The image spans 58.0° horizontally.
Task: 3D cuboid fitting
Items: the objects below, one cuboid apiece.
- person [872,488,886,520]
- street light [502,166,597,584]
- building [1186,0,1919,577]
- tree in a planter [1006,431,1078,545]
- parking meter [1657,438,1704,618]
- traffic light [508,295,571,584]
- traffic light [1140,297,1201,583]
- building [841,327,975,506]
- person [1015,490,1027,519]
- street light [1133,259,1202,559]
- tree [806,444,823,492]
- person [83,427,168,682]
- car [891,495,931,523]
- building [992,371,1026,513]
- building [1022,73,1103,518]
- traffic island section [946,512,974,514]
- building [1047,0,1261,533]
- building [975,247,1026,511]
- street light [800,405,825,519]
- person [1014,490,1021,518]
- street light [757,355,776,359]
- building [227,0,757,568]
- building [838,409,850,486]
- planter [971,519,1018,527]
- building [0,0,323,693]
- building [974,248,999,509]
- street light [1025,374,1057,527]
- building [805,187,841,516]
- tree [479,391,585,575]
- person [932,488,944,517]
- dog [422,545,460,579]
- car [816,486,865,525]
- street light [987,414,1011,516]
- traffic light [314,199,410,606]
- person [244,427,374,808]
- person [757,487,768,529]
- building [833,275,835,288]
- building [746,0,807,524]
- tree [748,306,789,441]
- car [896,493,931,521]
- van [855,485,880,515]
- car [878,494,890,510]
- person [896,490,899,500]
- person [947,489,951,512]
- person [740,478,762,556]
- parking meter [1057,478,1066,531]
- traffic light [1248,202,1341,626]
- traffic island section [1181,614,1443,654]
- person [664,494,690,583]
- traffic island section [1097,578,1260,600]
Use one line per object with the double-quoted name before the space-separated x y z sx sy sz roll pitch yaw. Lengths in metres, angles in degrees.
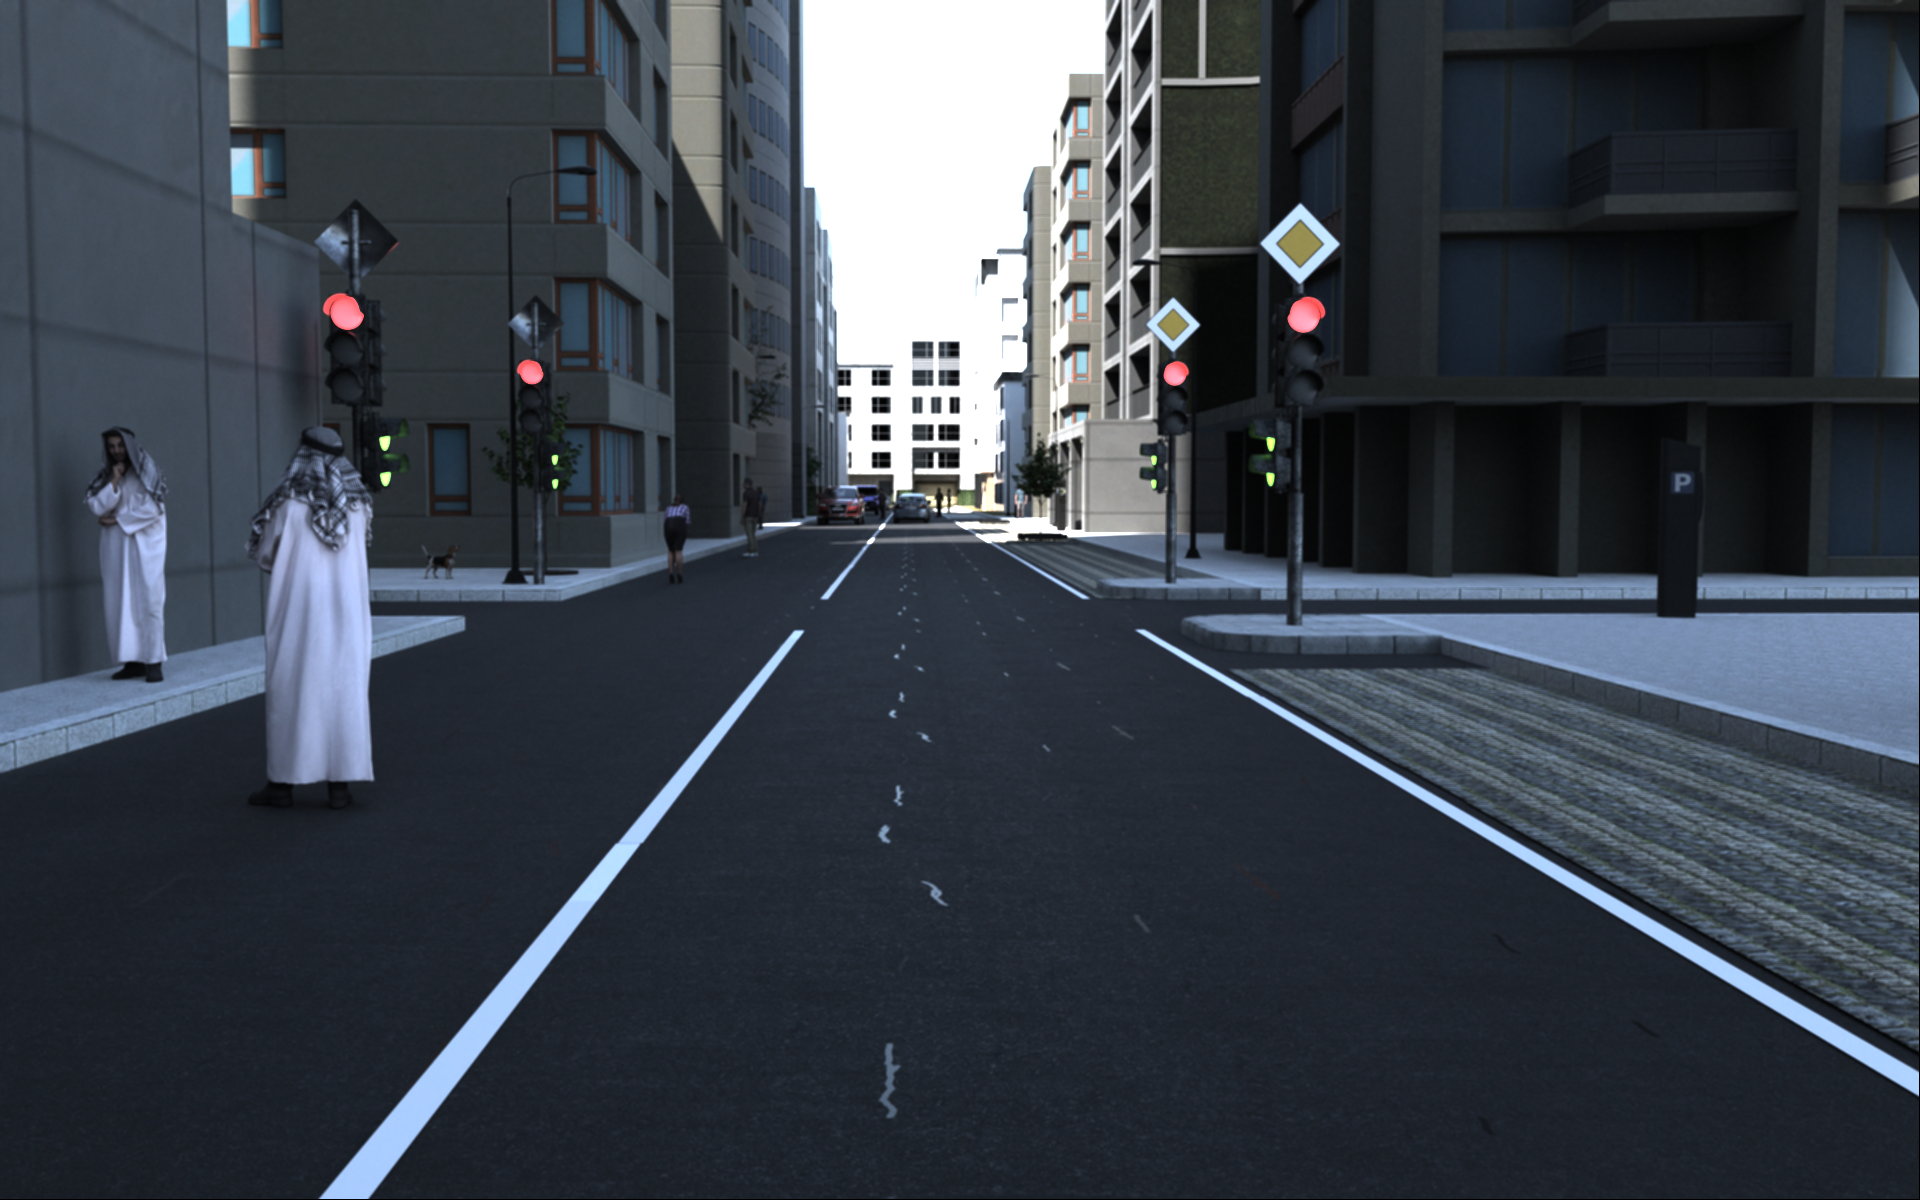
"person" -4.571 -5.423 97.702 0.750 1.759 0.617 -1 4 -20
"street light" -5.830 -3.186 24.634 1.470 5.913 1.316 0 4 -2
"building" 19.522 -23.279 35.231 28.867 44.769 22.147 0 4 -2
"tree in a planter" 2.315 -3.198 49.508 1.991 3.239 1.994 0 4 -2
"parking meter" 7.502 -0.754 18.032 0.399 1.863 0.255 1 4 13
"traffic light" -5.980 -2.179 24.550 0.839 4.253 0.868 0 4 -2
"traffic light" 3.017 -2.197 24.835 0.839 4.253 0.868 0 4 -2
"building" -6.990 -19.903 191.877 31.486 18.905 16.747 0 4 -2
"person" 3.115 -5.028 88.380 0.598 1.807 0.434 0 4 8
"street light" 4.113 -3.785 34.430 1.470 5.913 1.316 0 4 -2
"tree" -9.362 -6.951 97.366 4.285 4.588 4.351 0 3 0
"person" -5.747 -0.321 11.965 0.551 1.740 0.621 -1 4 -19
"car" -2.422 -4.528 86.042 2.014 1.417 4.499 0 4 -1
"building" 7.447 -10.810 118.890 9.099 9.664 28.070 0 4 -2
"building" 17.842 -14.750 86.196 27.650 21.520 28.899 0 4 -2
"traffic island section" 0.005 -6.352 126.725 1.991 0.108 1.994 0 4 -2
"building" 14.125 -37.984 59.289 20.563 71.187 20.611 0 4 -2
"building" 9.259 -17.242 138.321 16.016 20.091 11.380 0 4 -2
"street light" -7.770 -7.231 90.761 1.470 5.913 1.316 0 4 -2
"person" 3.052 -5.079 91.545 0.387 1.526 0.523 -2 4 -27
"street light" -6.850 -5.227 58.009 1.470 5.913 1.316 0 4 -2
"building" -20.294 -12.128 43.328 27.650 21.520 28.899 0 4 -2
"building" -25.027 -13.984 170.785 28.070 9.664 9.099 0 4 -2
"planter" 1.504 -3.397 76.681 1.991 0.319 1.994 0 4 -2
"building" -16.379 -34.652 4.812 20.611 71.187 20.563 0 4 -2
"building" 15.167 -19.355 160.433 27.936 21.610 32.646 0 4 -2
"street light" 3.202 -5.792 67.236 1.470 5.913 1.316 0 4 -2
"building" -17.151 -15.225 115.381 16.747 18.905 31.486 0 4 -2
"tree" -6.594 -2.032 27.825 1.663 3.219 1.824 0 3 0
"person" -1.334 -6.074 107.908 0.705 1.812 1.348 -2 4 -33
"dog" -7.860 -0.575 26.225 0.540 0.507 0.406 -1 4 -19
"car" -5.582 -4.459 81.575 2.281 1.827 5.304 0 4 0
"street light" 2.254 -7.795 99.992 1.470 5.913 1.316 0 4 -2
"traffic light" -5.741 -1.691 16.569 0.839 4.253 0.868 0 4 -2
"person" -2.959 0.072 7.989 0.621 1.740 0.551 2 4 35
"person" -7.203 -3.321 62.559 0.429 1.552 0.499 -2 4 -34
"building" -25.295 -18.559 147.407 27.936 21.610 32.646 0 4 -2
"building" -18.460 -32.829 78.757 21.231 58.520 28.212 0 4 -2
"tree" -8.350 -6.896 63.107 4.360 8.622 3.978 0 3 0
"car" -2.548 -5.254 94.694 1.959 1.807 4.718 0 4 -2
"van" -6.550 -7.039 119.466 2.240 2.365 5.245 0 4 -3
"car" -7.222 -8.754 155.125 2.014 1.417 4.499 0 4 -1
"person" -6.116 -9.814 169.103 0.705 1.807 1.348 0 4 0
"person" -0.778 -7.350 128.686 0.705 1.823 1.348 0 4 -2
"person" -4.858 -1.919 40.004 0.434 1.807 0.598 3 5 44
"parking meter" 3.513 -3.325 60.068 0.255 1.863 0.399 -1 4 -11
"traffic light" 3.256 -1.708 16.853 0.839 4.253 0.868 0 4 -2
"traffic island section" 3.296 0.325 16.968 2.009 0.180 2.903 0 4 -2
"person" -4.570 -0.991 27.929 0.421 1.427 0.697 0 4 1
"traffic island section" 3.057 -0.163 24.950 2.009 0.180 2.903 0 4 -2
